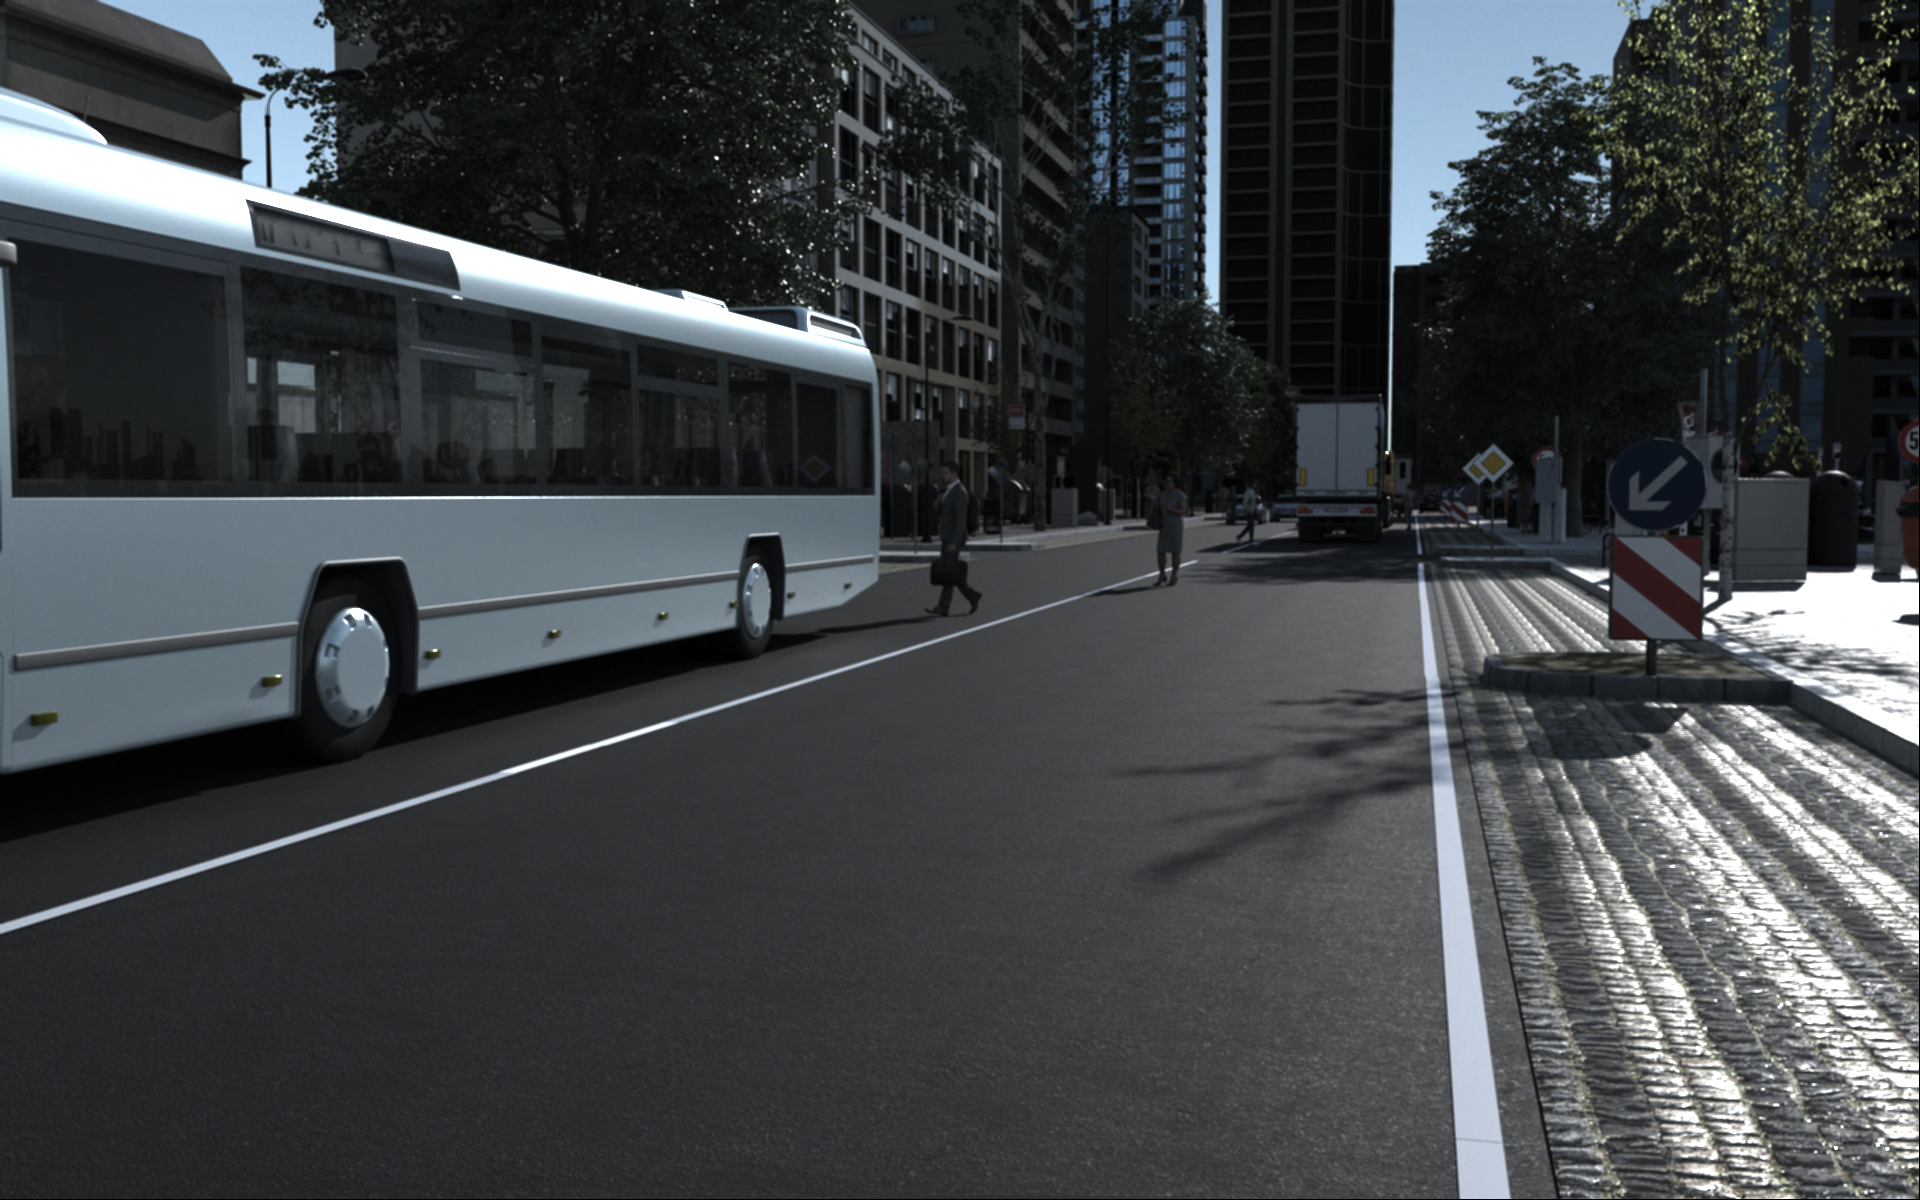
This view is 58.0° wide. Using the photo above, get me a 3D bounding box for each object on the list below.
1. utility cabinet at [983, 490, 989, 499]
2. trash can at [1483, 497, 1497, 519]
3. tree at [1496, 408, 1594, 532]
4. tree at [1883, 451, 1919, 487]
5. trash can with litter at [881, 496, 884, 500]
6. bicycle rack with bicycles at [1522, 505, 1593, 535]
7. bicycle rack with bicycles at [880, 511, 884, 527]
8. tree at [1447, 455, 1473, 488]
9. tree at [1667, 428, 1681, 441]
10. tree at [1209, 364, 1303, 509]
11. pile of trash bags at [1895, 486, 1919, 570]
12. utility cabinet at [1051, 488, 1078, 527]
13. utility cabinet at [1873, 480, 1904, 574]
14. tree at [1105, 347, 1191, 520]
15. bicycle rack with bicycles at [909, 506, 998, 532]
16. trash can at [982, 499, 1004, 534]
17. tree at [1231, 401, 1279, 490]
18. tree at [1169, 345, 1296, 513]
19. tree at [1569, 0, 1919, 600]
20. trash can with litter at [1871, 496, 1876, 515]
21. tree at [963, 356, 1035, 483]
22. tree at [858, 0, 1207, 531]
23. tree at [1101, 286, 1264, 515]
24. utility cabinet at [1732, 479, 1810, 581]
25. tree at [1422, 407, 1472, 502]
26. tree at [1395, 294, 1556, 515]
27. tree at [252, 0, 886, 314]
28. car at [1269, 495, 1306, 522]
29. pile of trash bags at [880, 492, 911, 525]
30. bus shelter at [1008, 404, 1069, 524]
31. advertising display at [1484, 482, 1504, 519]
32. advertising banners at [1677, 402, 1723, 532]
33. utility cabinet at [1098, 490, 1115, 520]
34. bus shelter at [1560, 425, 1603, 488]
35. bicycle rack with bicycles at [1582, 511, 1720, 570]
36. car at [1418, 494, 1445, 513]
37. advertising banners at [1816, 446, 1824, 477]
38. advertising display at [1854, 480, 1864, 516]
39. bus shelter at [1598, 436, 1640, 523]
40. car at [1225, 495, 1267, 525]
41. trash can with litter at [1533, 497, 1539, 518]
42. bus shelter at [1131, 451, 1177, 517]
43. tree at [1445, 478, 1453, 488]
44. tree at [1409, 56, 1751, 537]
[{"bbox_3d":[1.980,-5.971,106.311,1.173,1.500,0.318,0,4,-2],"label":"utility cabinet"},{"bbox_3d":[27.257,-4.740,89.155,0.748,1.137,0.748,0,3,0],"label":"trash can"},{"bbox_3d":[19.723,-4.584,58.667,4.285,4.588,4.351,0,3,0],"label":"tree"},{"bbox_3d":[43.557,-5.762,77.919,4.285,4.588,4.351,0,3,0],"label":"tree"},{"bbox_3d":[-2.782,-3.866,74.274,2.233,1.210,1.678,-1,4,-15],"label":"trash can with litter"},{"bbox_3d":[18.933,-2.546,55.012,2.852,0.926,2.925,3,5,43],"label":"bicycle rack with bicycles"},{"bbox_3d":[-2.993,-3.242,66.389,2.925,0.926,2.852,1,4,12],"label":"bicycle rack with bicycles"},{"bbox_3d":[46.068,-12.768,159.123,4.737,8.622,4.395,0,3,0],"label":"tree"},{"bbox_3d":[34.917,-6.208,85.212,4.285,4.588,4.351,0,3,0],"label":"tree"},{"bbox_3d":[26.440,-14.274,150.387,9.611,12.733,9.660,0,3,0],"label":"tree"},{"bbox_3d":[12.097,-0.574,19.135,3.447,1.369,1.912,0,4,-1],"label":"pile of trash bags"},{"bbox_3d":[4.017,-3.530,66.387,0.318,1.500,1.173,-3,5,-41],"label":"utility cabinet"},{"bbox_3d":[15.025,-1.182,28.007,0.318,1.500,1.173,1,4,23],"label":"utility cabinet"},{"bbox_3d":[9.009,-8.291,85.927,4.737,8.622,4.395,0,3,0],"label":"tree"},{"bbox_3d":[-0.562,-2.798,59.123,2.852,0.926,2.925,-1,4,-16],"label":"bicycle rack with bicycles"},{"bbox_3d":[1.050,-2.669,55.287,0.748,1.137,0.748,0,3,0],"label":"trash can"},{"bbox_3d":[22.570,-11.294,135.026,4.737,8.622,4.395,0,3,0],"label":"tree"},{"bbox_3d":[17.756,-11.764,118.098,9.928,11.665,9.643,0,3,0],"label":"tree"},{"bbox_3d":[9.496,-4.300,20.667,4.360,8.622,3.978,0,3,0],"label":"tree"},{"bbox_3d":[56.997,-5.905,107.927,0.624,1.170,1.055,2,4,27],"label":"trash can with litter"},{"bbox_3d":[2.427,-8.639,91.611,4.737,8.622,4.395,0,3,0],"label":"tree"},{"bbox_3d":[1.350,-12.433,59.168,12.611,20.169,13.585,0,3,0],"label":"tree"},{"bbox_3d":[13.595,-12.171,105.649,9.857,13.997,8.962,0,3,0],"label":"tree"},{"bbox_3d":[11.757,-1.015,25.279,1.173,1.500,0.318,-1,4,-12],"label":"utility cabinet"},{"bbox_3d":[51.172,-15.882,177.789,7.486,12.596,7.792,0,3,0],"label":"tree"},{"bbox_3d":[31.523,-11.879,104.597,12.009,13.543,11.850,0,3,0],"label":"tree"},{"bbox_3d":[-6.088,-7.455,28.547,9.857,13.997,8.962,0,3,0],"label":"tree"},{"bbox_3d":[17.213,-4.796,90.412,2.014,1.417,4.499,1,4,16],"label":"car"},{"bbox_3d":[-3.180,-3.777,71.514,3.447,1.369,1.912,2,4,26],"label":"pile of trash bags"},{"bbox_3d":[3.876,-6.228,79.463,2.179,5.291,8.768,1,4,15],"label":"bus shelter"},{"bbox_3d":[27.690,-5.174,89.809,0.974,1.923,0.123,0,4,2],"label":"advertising display"},{"bbox_3d":[14.572,-2.266,33.236,2.074,3.025,0.090,-1,4,-18],"label":"advertising banners"},{"bbox_3d":[6.949,-4.636,84.477,1.173,1.500,0.318,1,4,16],"label":"utility cabinet"},{"bbox_3d":[29.821,-6.510,84.064,2.179,5.291,8.768,1,4,15],"label":"bus shelter"},{"bbox_3d":[12.382,-1.000,29.730,2.852,0.926,2.925,-1,4,-13],"label":"bicycle rack with bicycles"},{"bbox_3d":[35.512,-7.382,130.489,2.009,1.686,4.222,1,4,15],"label":"car"},{"bbox_3d":[30.938,-4.097,63.168,2.074,3.025,0.090,-2,4,-35],"label":"advertising banners"},{"bbox_3d":[40.376,-4.469,78.277,0.974,1.923,0.123,-1,4,-15],"label":"advertising display"},{"bbox_3d":[24.451,-4.216,62.850,2.014,3.302,5.546,1,4,15],"label":"bus shelter"},{"bbox_3d":[13.757,-4.349,83.111,2.014,1.417,4.499,1,4,13],"label":"car"},{"bbox_3d":[26.492,-4.120,78.756,1.055,1.170,0.624,1,4,14],"label":"trash can with litter"},{"bbox_3d":[10.972,-6.522,97.913,1.731,3.624,6.357,1,4,15],"label":"bus shelter"},{"bbox_3d":[52.806,-11.678,185.542,1.663,3.219,1.824,0,3,0],"label":"tree"},{"bbox_3d":[18.391,-8.848,51.328,9.857,13.997,8.962,0,3,0],"label":"tree"}]
